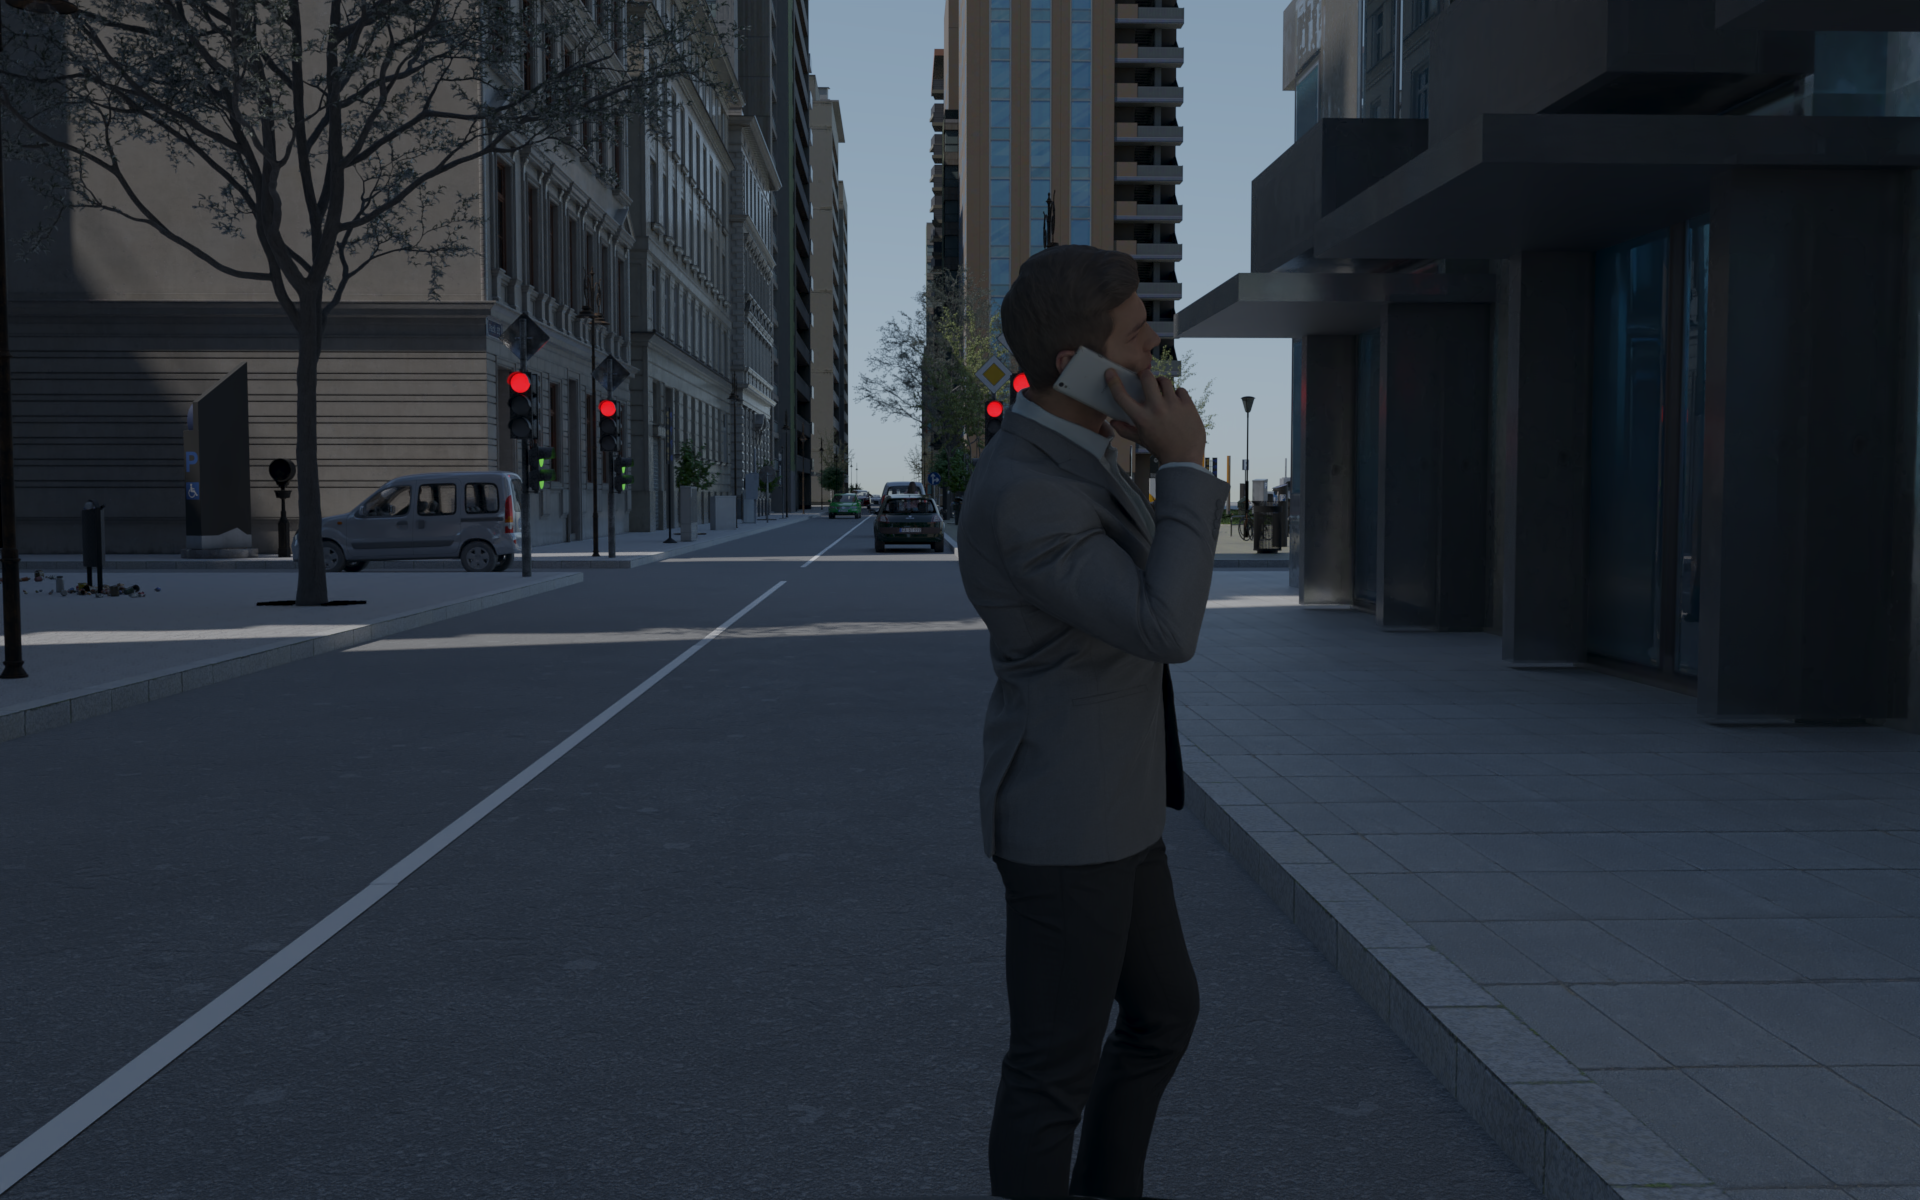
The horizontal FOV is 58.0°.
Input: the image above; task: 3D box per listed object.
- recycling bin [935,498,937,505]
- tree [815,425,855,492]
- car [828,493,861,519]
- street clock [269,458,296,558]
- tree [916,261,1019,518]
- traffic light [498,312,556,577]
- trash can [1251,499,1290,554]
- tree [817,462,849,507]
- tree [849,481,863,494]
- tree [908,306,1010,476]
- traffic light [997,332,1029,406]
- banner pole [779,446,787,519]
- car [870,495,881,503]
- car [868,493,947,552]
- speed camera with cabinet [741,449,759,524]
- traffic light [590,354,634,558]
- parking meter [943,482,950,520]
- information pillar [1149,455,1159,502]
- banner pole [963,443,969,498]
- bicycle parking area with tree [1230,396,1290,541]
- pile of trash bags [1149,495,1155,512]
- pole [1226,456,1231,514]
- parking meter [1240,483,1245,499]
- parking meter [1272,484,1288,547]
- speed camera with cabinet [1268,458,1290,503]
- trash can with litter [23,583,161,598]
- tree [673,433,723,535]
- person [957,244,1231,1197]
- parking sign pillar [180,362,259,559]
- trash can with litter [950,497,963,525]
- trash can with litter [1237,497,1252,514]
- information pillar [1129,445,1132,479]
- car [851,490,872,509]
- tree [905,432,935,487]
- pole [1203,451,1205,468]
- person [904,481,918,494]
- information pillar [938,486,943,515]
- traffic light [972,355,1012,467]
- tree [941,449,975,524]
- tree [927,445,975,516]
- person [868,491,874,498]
[{"bbox_3d":[-1.834,-5.914,109.255,0.722,1.027,0.722,0,4,-2],"label":"recycling bin"},{"bbox_3d":[-13.522,-14.297,184.126,4.360,8.622,3.978,0,3,0],"label":"tree"},{"bbox_3d":[-6.713,-5.647,101.117,1.959,1.807,4.718,0,4,-1],"label":"car"},{"bbox_3d":[-13.685,-1.863,35.026,0.471,2.002,0.358,0,4,1],"label":"street clock"},{"bbox_3d":[-0.515,-11.107,91.966,12.009,13.543,11.850,0,3,0],"label":"tree"},{"bbox_3d":[-6.711,-2.316,26.784,0.839,4.253,0.868,0,4,-2],"label":"traffic light"},{"bbox_3d":[6.658,-1.579,37.472,0.748,1.137,0.748,0,3,0],"label":"trash can"},{"bbox_3d":[-13.138,-11.935,178.844,4.285,4.588,4.351,0,3,0],"label":"tree"},{"bbox_3d":[-15.463,-16.161,258.840,1.663,3.219,1.824,0,3,0],"label":"tree"},{"bbox_3d":[0.332,-7.126,66.870,4.737,8.622,4.395,0,3,0],"label":"tree"},{"bbox_3d":[0.945,-2.333,27.067,0.839,4.253,0.868,0,4,-2],"label":"traffic light"},{"bbox_3d":[-9.299,-6.121,90.102,0.401,3.779,0.863,1,4,14],"label":"banner pole"},{"bbox_3d":[-11.999,-14.232,245.052,2.083,1.381,4.827,0,4,-1],"label":"car"},{"bbox_3d":[-1.316,-2.088,43.924,2.009,1.686,4.222,0,4,-3],"label":"car"},{"bbox_3d":[-9.225,-4.987,75.873,0.660,3.252,2.038,-1,4,-12],"label":"speed camera with cabinet"},{"bbox_3d":[-6.991,-2.804,34.764,0.839,4.253,0.868,0,4,-2],"label":"traffic light"},{"bbox_3d":[-0.670,-4.858,85.137,0.255,1.863,0.399,2,4,27],"label":"parking meter"},{"bbox_3d":[10.259,-6.123,91.473,0.504,3.616,0.183,-1,4,-12],"label":"information pillar"},{"bbox_3d":[0.287,-5.806,84.952,0.401,3.779,0.863,-1,4,-22],"label":"banner pole"},{"bbox_3d":[10.856,-3.841,49.811,8.231,4.147,9.016,3,5,40],"label":"bicycle parking area with tree"},{"bbox_3d":[6.560,-3.283,63.430,1.912,1.369,3.447,1,4,8],"label":"pile of trash bags"},{"bbox_3d":[14.230,-5.990,91.776,0.158,3.312,0.155,0,3,0],"label":"pole"},{"bbox_3d":[15.178,-5.338,92.995,0.255,1.863,0.399,2,4,25],"label":"parking meter"},{"bbox_3d":[7.764,-2.057,42.036,0.372,1.533,0.369,0,3,0],"label":"parking meter"},{"bbox_3d":[17.323,-6.163,95.097,2.038,3.252,0.660,-1,4,-14],"label":"speed camera with cabinet"},{"bbox_3d":[-11.075,-0.677,22.121,1.678,1.210,2.233,-3,5,-40],"label":"trash can with litter"},{"bbox_3d":[-8.553,-3.663,54.498,1.663,3.219,1.824,0,3,0],"label":"tree"},{"bbox_3d":[0.223,0.360,2.793,0.473,1.802,0.592,1,4,20],"label":"person"},{"bbox_3d":[-14.923,-2.833,34.797,1.447,3.967,1.447,1,4,23],"label":"parking sign pillar"},{"bbox_3d":[0.153,-3.668,71.351,1.055,1.170,0.624,-3,5,-42],"label":"trash can with litter"},{"bbox_3d":[13.623,-4.464,84.381,1.055,1.170,0.624,-1,4,-21],"label":"trash can with litter"},{"bbox_3d":[8.188,-5.611,83.098,0.183,3.616,0.504,1,4,9],"label":"information pillar"},{"bbox_3d":[-9.528,-9.549,164.796,2.281,1.827,5.304,0,4,-2],"label":"car"},{"bbox_3d":[-4.188,-15.170,198.387,4.360,8.622,3.978,0,3,0],"label":"tree"},{"bbox_3d":[9.371,-4.469,66.917,0.158,3.312,0.155,0,3,0],"label":"pole"},{"bbox_3d":[-1.436,-2.706,52.756,0.555,1.821,0.388,0,4,-5],"label":"person"},{"bbox_3d":[-1.182,-6.375,108.722,0.304,2.012,0.304,-1,4,-12],"label":"information pillar"},{"bbox_3d":[0.665,-2.821,35.047,0.839,4.253,0.868,0,4,-2],"label":"traffic light"},{"bbox_3d":[-0.153,-4.847,73.852,1.663,3.219,1.824,0,3,0],"label":"tree"},{"bbox_3d":[-0.402,-7.310,103.224,4.285,4.588,4.351,0,3,0],"label":"tree"},{"bbox_3d":[-12.215,-13.678,232.152,1.348,1.821,0.705,1,4,9],"label":"person"}]
